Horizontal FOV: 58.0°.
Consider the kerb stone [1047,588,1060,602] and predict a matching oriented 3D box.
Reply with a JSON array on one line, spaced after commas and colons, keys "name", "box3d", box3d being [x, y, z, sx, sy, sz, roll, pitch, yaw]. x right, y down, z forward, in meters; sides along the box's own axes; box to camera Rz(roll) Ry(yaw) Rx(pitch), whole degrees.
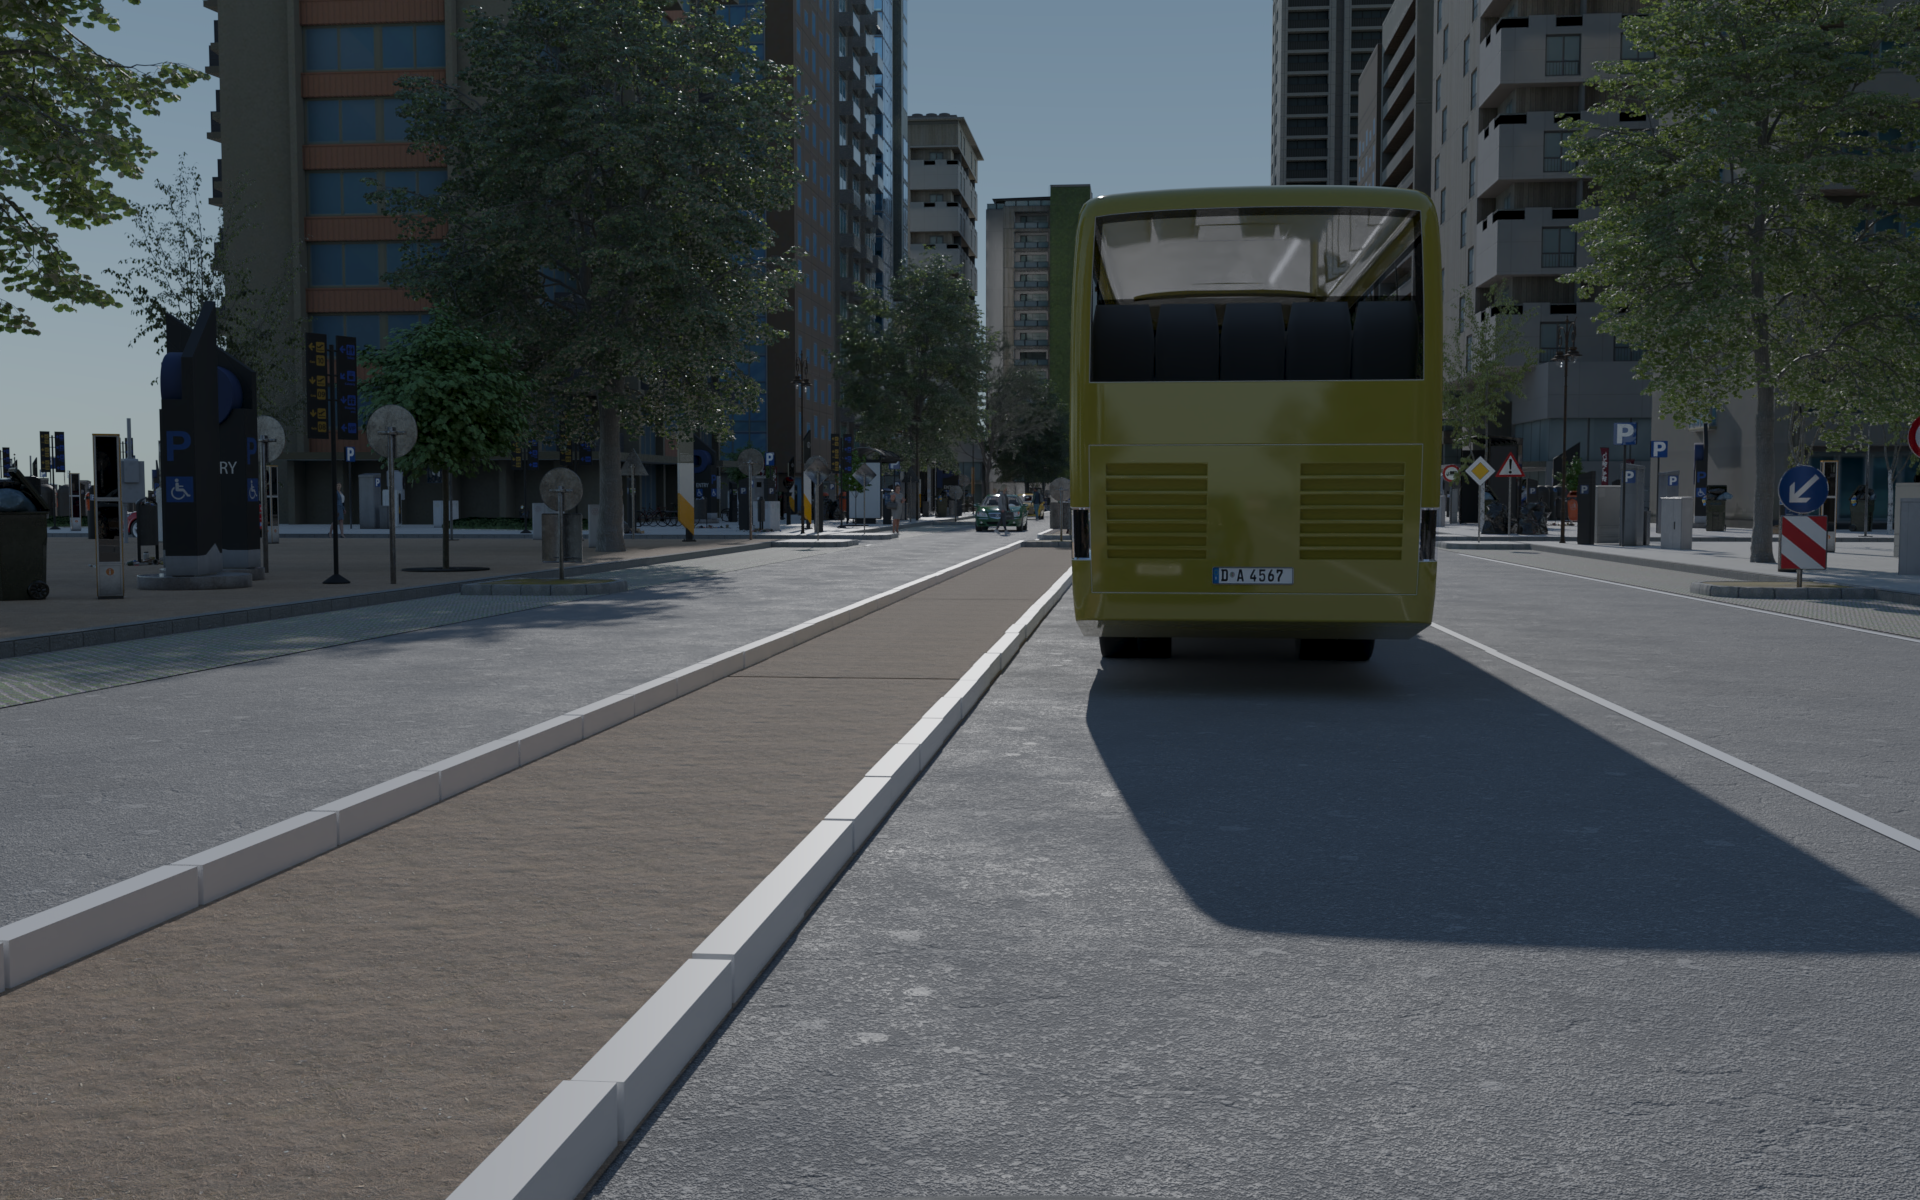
[{"name": "kerb stone", "box3d": [1.191, -0.026, 22.668, 0.120, 0.150, 1.000, 0, 4, 6]}]

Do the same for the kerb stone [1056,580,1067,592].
[{"name": "kerb stone", "box3d": [1.402, -0.153, 24.719, 0.120, 0.150, 1.000, 0, 4, 6]}]

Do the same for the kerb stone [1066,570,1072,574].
[{"name": "kerb stone", "box3d": [1.728, -0.342, 27.780, 0.120, 0.150, 1.000, 0, 4, 6]}]

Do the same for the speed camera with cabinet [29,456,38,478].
[{"name": "speed camera with cabinet", "box3d": [-48.426, -5.782, 88.864, 2.038, 3.252, 0.660, 0, 4, 2]}]

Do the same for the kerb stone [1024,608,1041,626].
[{"name": "kerb stone", "box3d": [0.755, 0.221, 18.588, 0.120, 0.150, 1.000, 0, 4, 6]}]

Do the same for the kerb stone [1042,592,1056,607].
[{"name": "kerb stone", "box3d": [1.080, 0.035, 21.648, 0.120, 0.150, 1.000, 0, 4, 6]}]

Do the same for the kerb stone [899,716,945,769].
[{"name": "kerb stone", "box3d": [-0.209, 0.782, 9.404, 0.120, 0.150, 1.000, 0, 4, 6]}]

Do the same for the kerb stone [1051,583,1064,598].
[{"name": "kerb stone", "box3d": [1.302, -0.091, 23.689, 0.120, 0.150, 1.000, 0, 4, 6]}]

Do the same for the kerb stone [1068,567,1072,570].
[{"name": "kerb stone", "box3d": [1.843, -0.404, 28.796, 0.120, 0.150, 1.000, 0, 4, 6]}]

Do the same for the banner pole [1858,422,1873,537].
[{"name": "banner pole", "box3d": [27.092, -3.773, 51.699, 0.401, 3.779, 0.863, 2, 4, 26]}]

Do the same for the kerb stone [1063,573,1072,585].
[{"name": "kerb stone", "box3d": [1.621, -0.279, 26.757, 0.120, 0.150, 1.000, 0, 4, 6]}]

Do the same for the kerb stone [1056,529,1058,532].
[{"name": "kerb stone", "box3d": [3.446, -2.560, 64.148, 0.120, 0.150, 1.000, 0, 4, 6]}]

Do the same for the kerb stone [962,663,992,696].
[{"name": "kerb stone", "box3d": [0.111, 0.597, 12.470, 0.120, 0.150, 1.000, 0, 4, 6]}]

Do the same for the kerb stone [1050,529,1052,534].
[{"name": "kerb stone", "box3d": [3.021, -2.317, 60.071, 0.120, 0.150, 1.000, 0, 4, 6]}]

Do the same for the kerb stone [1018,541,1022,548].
[{"name": "kerb stone", "box3d": [1.457, -1.409, 45.239, 0.120, 0.150, 1.000, 0, 4, 6]}]

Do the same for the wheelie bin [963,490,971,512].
[{"name": "wheelie bin", "box3d": [0.319, -7.007, 122.479, 0.980, 1.594, 0.693, -1, 4, -11]}]

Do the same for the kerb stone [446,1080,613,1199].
[{"name": "kerb stone", "box3d": [-0.860, 1.156, 3.290, 0.120, 0.150, 1.000, 0, 4, 6]}]

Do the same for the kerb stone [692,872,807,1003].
[{"name": "kerb stone", "box3d": [-0.637, 1.032, 5.337, 0.120, 0.150, 1.000, 0, 4, 6]}]

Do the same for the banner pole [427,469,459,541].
[{"name": "banner pole", "box3d": [-14.296, -3.533, 47.783, 0.863, 3.779, 0.401, -1, 4, -11]}]

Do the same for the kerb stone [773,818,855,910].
[{"name": "kerb stone", "box3d": [-0.537, 0.979, 6.355, 0.120, 0.150, 1.000, 0, 4, 6]}]

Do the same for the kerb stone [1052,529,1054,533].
[{"name": "kerb stone", "box3d": [3.125, -2.378, 61.092, 0.120, 0.150, 1.000, 0, 4, 6]}]

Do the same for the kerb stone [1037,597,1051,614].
[{"name": "kerb stone", "box3d": [0.970, 0.096, 20.621, 0.120, 0.150, 1.000, 0, 4, 6]}]

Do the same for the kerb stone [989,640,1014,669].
[{"name": "kerb stone", "box3d": [0.330, 0.471, 14.502, 0.120, 0.150, 1.000, 0, 4, 6]}]

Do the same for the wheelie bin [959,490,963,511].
[{"name": "wheelie bin", "box3d": [-0.471, -5.678, 100.750, 0.980, 1.594, 0.693, 0, 4, -3]}]

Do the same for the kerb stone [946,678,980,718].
[{"name": "kerb stone", "box3d": [0.007, 0.659, 11.453, 0.120, 0.150, 1.000, 0, 4, 6]}]

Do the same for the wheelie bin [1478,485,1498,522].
[{"name": "wheelie bin", "box3d": [18.472, -3.224, 60.619, 0.693, 1.594, 0.980, 1, 4, 12]}]

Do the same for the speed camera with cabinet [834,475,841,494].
[{"name": "speed camera with cabinet", "box3d": [-8.415, -7.942, 124.190, 0.660, 3.252, 2.038, 2, 4, 35]}]

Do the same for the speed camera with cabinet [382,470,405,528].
[{"name": "speed camera with cabinet", "box3d": [-21.965, -4.457, 67.200, 0.660, 3.252, 2.038, -1, 4, -10]}]

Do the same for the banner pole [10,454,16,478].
[{"name": "banner pole", "box3d": [-58.646, -7.166, 107.174, 0.863, 3.779, 0.401, 1, 4, 13]}]

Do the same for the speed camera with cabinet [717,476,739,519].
[{"name": "speed camera with cabinet", "box3d": [-11.194, -5.443, 83.329, 2.038, 3.252, 0.660, 0, 4, -2]}]

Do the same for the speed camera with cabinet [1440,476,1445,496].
[{"name": "speed camera with cabinet", "box3d": [22.199, -5.288, 80.796, 0.660, 3.252, 2.038, 1, 4, 22]}]

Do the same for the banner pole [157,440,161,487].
[{"name": "banner pole", "box3d": [-32.481, -4.944, 70.849, 0.863, 3.779, 0.401, 2, 4, 25]}]

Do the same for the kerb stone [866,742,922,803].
[{"name": "kerb stone", "box3d": [-0.321, 0.845, 8.388, 0.120, 0.150, 1.000, 0, 4, 6]}]

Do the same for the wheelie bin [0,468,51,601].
[{"name": "wheelie bin", "box3d": [-11.445, -0.801, 21.013, 0.693, 1.594, 0.980, -2, 4, -35]}]

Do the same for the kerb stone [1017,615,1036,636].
[{"name": "kerb stone", "box3d": [0.649, 0.283, 17.564, 0.120, 0.150, 1.000, 0, 4, 6]}]

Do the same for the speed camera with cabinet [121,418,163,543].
[{"name": "speed camera with cabinet", "box3d": [-21.213, -3.143, 45.727, 2.038, 3.252, 0.660, -3, 5, -40]}]

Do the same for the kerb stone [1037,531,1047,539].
[{"name": "kerb stone", "box3d": [2.695, -2.129, 57.012, 0.120, 0.150, 1.000, 0, 4, 6]}]

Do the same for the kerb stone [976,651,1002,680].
[{"name": "kerb stone", "box3d": [0.210, 0.537, 13.487, 0.120, 0.150, 1.000, 0, 4, 6]}]

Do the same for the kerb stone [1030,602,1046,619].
[{"name": "kerb stone", "box3d": [0.858, 0.158, 19.605, 0.120, 0.150, 1.000, 0, 4, 6]}]

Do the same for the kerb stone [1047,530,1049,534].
[{"name": "kerb stone", "box3d": [2.805, -2.192, 58.029, 0.120, 0.150, 1.000, 0, 4, 6]}]

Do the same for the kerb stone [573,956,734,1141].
[{"name": "kerb stone", "box3d": [-0.744, 1.101, 4.305, 0.120, 0.150, 1.000, 0, 4, 6]}]

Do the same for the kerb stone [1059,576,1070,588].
[{"name": "kerb stone", "box3d": [1.512, -0.217, 25.741, 0.120, 0.150, 1.000, 0, 4, 6]}]

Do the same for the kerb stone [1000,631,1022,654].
[{"name": "kerb stone", "box3d": [0.435, 0.412, 15.525, 0.120, 0.150, 1.000, 0, 4, 6]}]

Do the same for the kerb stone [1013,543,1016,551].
[{"name": "kerb stone", "box3d": [1.245, -1.284, 43.196, 0.120, 0.150, 1.000, 0, 4, 6]}]

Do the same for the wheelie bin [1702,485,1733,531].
[{"name": "wheelie bin", "box3d": [26.082, -3.165, 59.663, 0.980, 1.594, 0.693, 2, 4, 26]}]

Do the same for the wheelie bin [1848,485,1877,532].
[{"name": "wheelie bin", "box3d": [30.796, -3.129, 59.071, 0.980, 1.594, 0.693, -3, 4, -39]}]

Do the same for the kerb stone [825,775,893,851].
[{"name": "kerb stone", "box3d": [-0.426, 0.911, 7.370, 0.120, 0.150, 1.000, 0, 4, 6]}]

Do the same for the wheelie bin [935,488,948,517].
[{"name": "wheelie bin", "box3d": [-1.029, -5.416, 96.458, 0.693, 1.594, 0.980, -1, 4, -11]}]

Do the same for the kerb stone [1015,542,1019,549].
[{"name": "kerb stone", "box3d": [1.344, -1.347, 44.223, 0.120, 0.150, 1.000, 0, 4, 6]}]

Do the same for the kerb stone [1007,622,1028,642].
[{"name": "kerb stone", "box3d": [0.530, 0.345, 16.549, 0.120, 0.150, 1.000, 0, 4, 6]}]

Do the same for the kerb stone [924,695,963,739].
[{"name": "kerb stone", "box3d": [-0.107, 0.719, 10.433, 0.120, 0.150, 1.000, 0, 4, 6]}]
